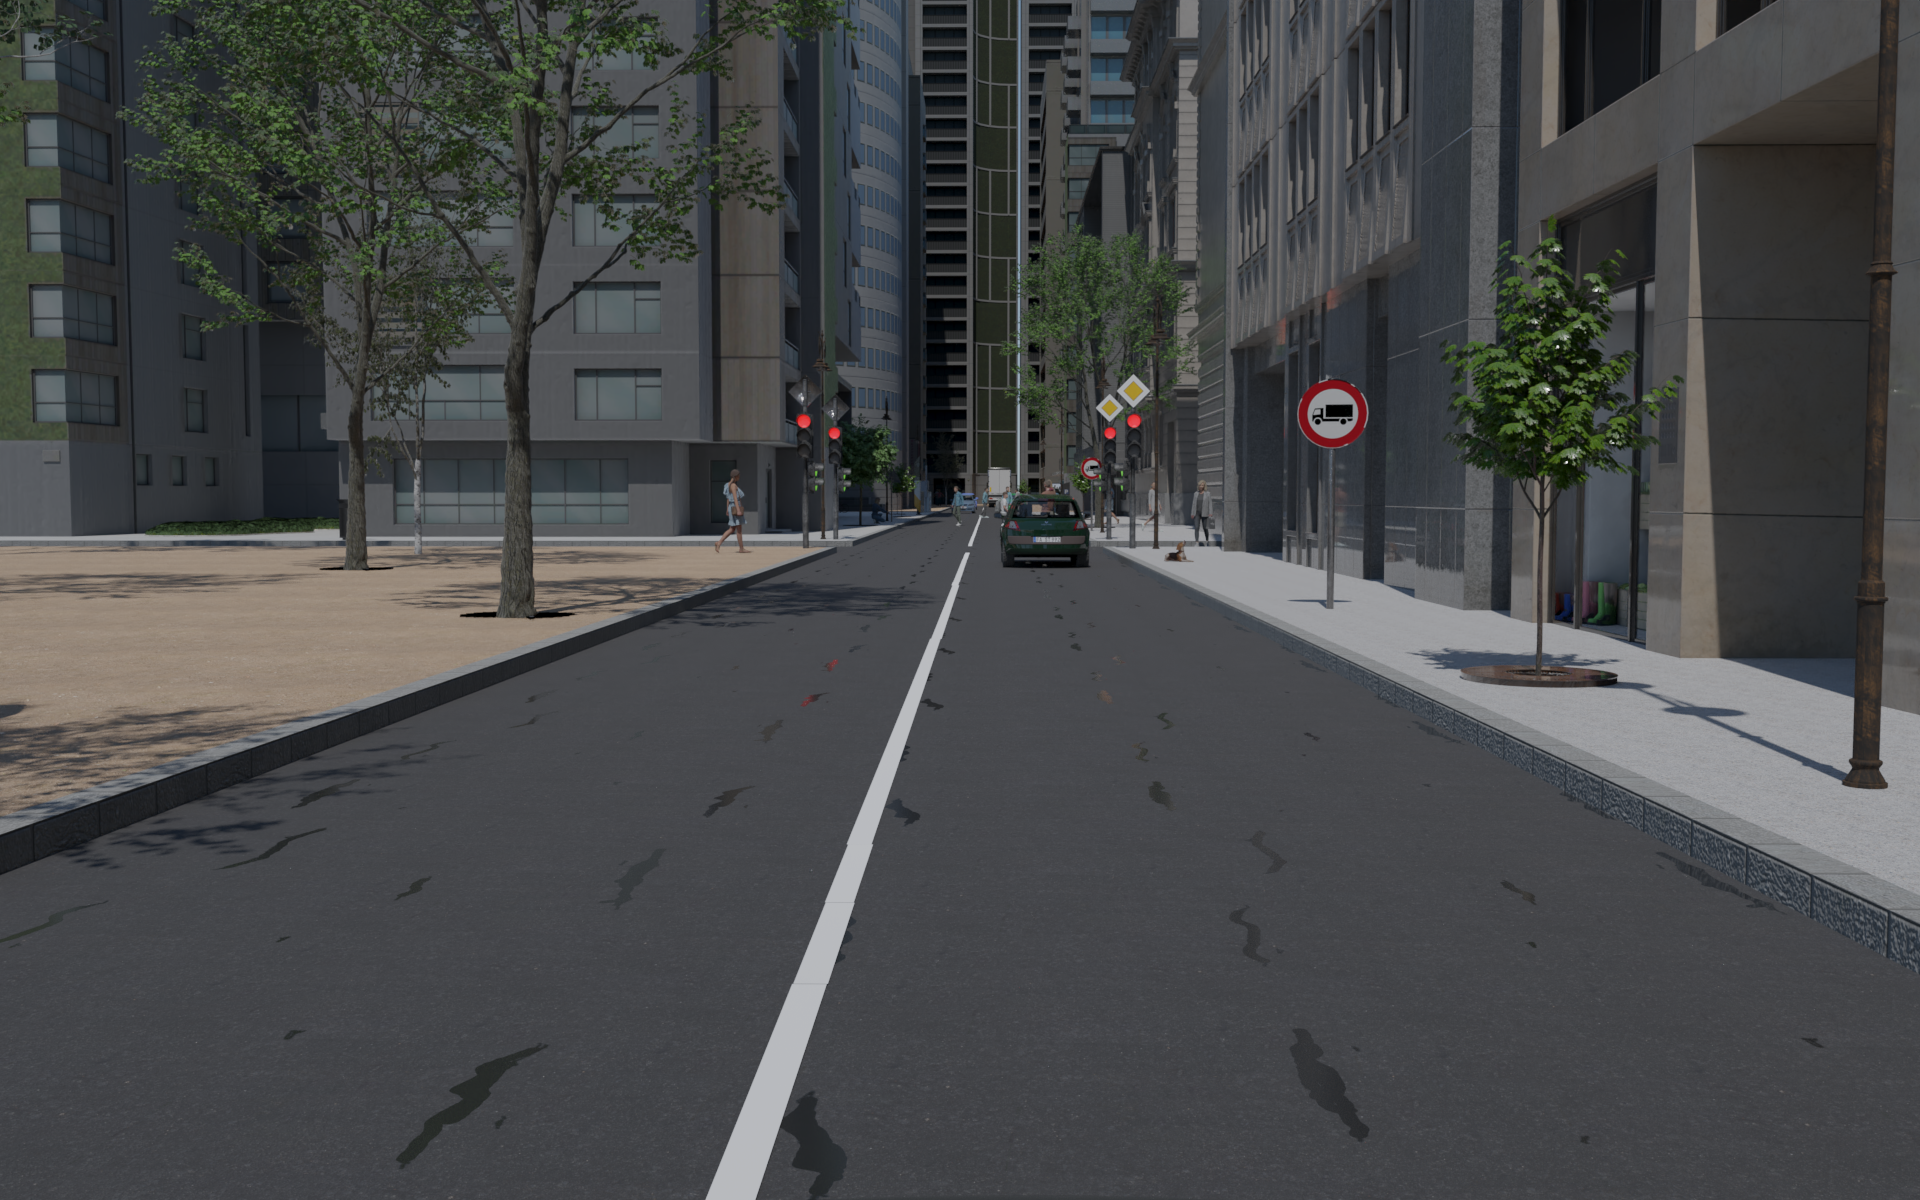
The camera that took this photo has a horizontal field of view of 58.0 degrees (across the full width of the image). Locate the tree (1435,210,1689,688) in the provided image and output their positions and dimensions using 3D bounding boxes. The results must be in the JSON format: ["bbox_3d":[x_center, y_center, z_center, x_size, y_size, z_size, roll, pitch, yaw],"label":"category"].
[{"bbox_3d":[4.132,-1.057,11.879,1.663,3.219,1.824,0,3,0],"label":"tree"}]

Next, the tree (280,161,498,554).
[{"bbox_3d":[-11.788,-5.285,36.765,4.360,8.622,3.978,0,3,0],"label":"tree"}]

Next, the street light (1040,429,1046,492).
[{"bbox_3d":[5.926,-9.213,123.417,0.468,5.910,1.993,0,4,1],"label":"street light"}]

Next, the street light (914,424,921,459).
[{"bbox_3d":[-2.817,-8.710,115.191,0.468,5.910,1.993,0,4,1],"label":"street light"}]

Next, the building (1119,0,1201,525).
[{"bbox_3d":[15.211,-17.993,81.573,14.401,28.519,23.554,0,4,1],"label":"building"}]

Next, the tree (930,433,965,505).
[{"bbox_3d":[-1.566,-15.346,201.269,4.360,8.622,3.978,0,3,0],"label":"tree"}]

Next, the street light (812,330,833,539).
[{"bbox_3d":[-3.883,-4.661,49.003,0.468,5.910,1.993,0,4,1],"label":"street light"}]

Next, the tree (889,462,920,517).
[{"bbox_3d":[-3.296,-6.212,96.160,1.663,3.219,1.824,0,3,0],"label":"tree"}]

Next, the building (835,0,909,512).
[{"bbox_3d":[-15.218,-36.406,137.242,21.231,58.520,28.212,0,4,1],"label":"building"}]

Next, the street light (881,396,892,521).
[{"bbox_3d":[-3.455,-6.671,81.860,0.468,5.910,1.993,0,4,1],"label":"street light"}]

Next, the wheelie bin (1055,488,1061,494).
[{"bbox_3d":[5.267,-5.298,94.522,0.693,1.594,0.980,-1,4,-11],"label":"wheelie bin"}]

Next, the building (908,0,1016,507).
[{"bbox_3d":[-2.916,-47.734,218.698,20.611,71.187,20.563,0,4,1],"label":"building"}]

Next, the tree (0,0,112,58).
[{"bbox_3d":[-22.272,-10.835,33.046,12.611,20.169,13.585,0,3,0],"label":"tree"}]

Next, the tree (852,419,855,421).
[{"bbox_3d":[-9.082,-9.737,109.566,4.360,8.622,3.978,0,3,0],"label":"tree"}]

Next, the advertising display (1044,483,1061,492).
[{"bbox_3d":[5.334,-5.775,99.638,0.974,1.923,0.123,-1,4,-14],"label":"advertising display"}]

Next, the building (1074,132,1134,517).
[{"bbox_3d":[14.998,-17.714,108.685,14.314,24.678,30.058,0,4,1],"label":"building"}]

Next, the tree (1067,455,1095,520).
[{"bbox_3d":[6.282,-5.611,86.348,1.663,3.219,1.824,0,3,0],"label":"tree"}]

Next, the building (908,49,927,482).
[{"bbox_3d":[-14.571,-34.440,186.797,21.600,48.544,21.300,0,4,1],"label":"building"}]

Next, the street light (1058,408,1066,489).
[{"bbox_3d":[5.311,-7.202,90.546,0.468,5.910,1.993,0,4,1],"label":"street light"}]

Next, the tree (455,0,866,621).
[{"bbox_3d":[-4.464,-5.621,17.661,9.928,11.665,9.643,0,3,0],"label":"tree"}]

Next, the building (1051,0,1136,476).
[{"bbox_3d":[20.668,-33.064,160.211,23.786,49.044,30.456,0,4,1],"label":"building"}]

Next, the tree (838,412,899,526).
[{"bbox_3d":[-4.031,-5.261,69.724,4.285,4.588,4.351,0,3,0],"label":"tree"}]

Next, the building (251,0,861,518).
[{"bbox_3d":[-19.078,-30.322,85.000,28.713,52.752,27.495,0,4,1],"label":"building"}]

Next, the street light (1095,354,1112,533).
[{"bbox_3d":[4.720,-5.167,57.276,0.468,5.910,1.993,0,4,1],"label":"street light"}]

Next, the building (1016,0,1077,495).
[{"bbox_3d":[17.919,-47.699,218.128,20.611,71.187,20.563,0,4,1],"label":"building"}]

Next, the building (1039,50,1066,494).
[{"bbox_3d":[19.556,-34.408,186.274,21.300,48.544,21.600,0,4,1],"label":"building"}]

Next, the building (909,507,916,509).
[{"bbox_3d":[-14.014,-44.218,161.221,20.563,71.187,20.611,0,4,1],"label":"building"}]

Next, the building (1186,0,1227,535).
[{"bbox_3d":[17.387,-13.824,54.899,19.941,23.489,11.050,0,4,1],"label":"building"}]

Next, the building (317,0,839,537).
[{"bbox_3d":[-11.650,-22.807,56.487,14.154,41.232,14.086,0,4,1],"label":"building"}]

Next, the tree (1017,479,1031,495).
[{"bbox_3d":[7.412,-12.495,198.889,1.663,3.219,1.824,0,3,0],"label":"tree"}]

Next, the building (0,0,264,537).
[{"bbox_3d":[-33.445,-22.896,57.944,14.086,41.232,14.154,0,4,1],"label":"building"}]

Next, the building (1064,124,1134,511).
[{"bbox_3d":[15.295,-22.432,138.457,14.160,30.474,14.107,0,4,1],"label":"building"}]

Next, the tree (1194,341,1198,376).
[{"bbox_3d":[5.327,-8.538,65.352,9.928,11.665,9.643,0,3,0],"label":"tree"}]

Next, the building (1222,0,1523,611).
[{"bbox_3d":[11.718,-12.851,28.138,12.078,24.808,19.932,0,4,1],"label":"building"}]
